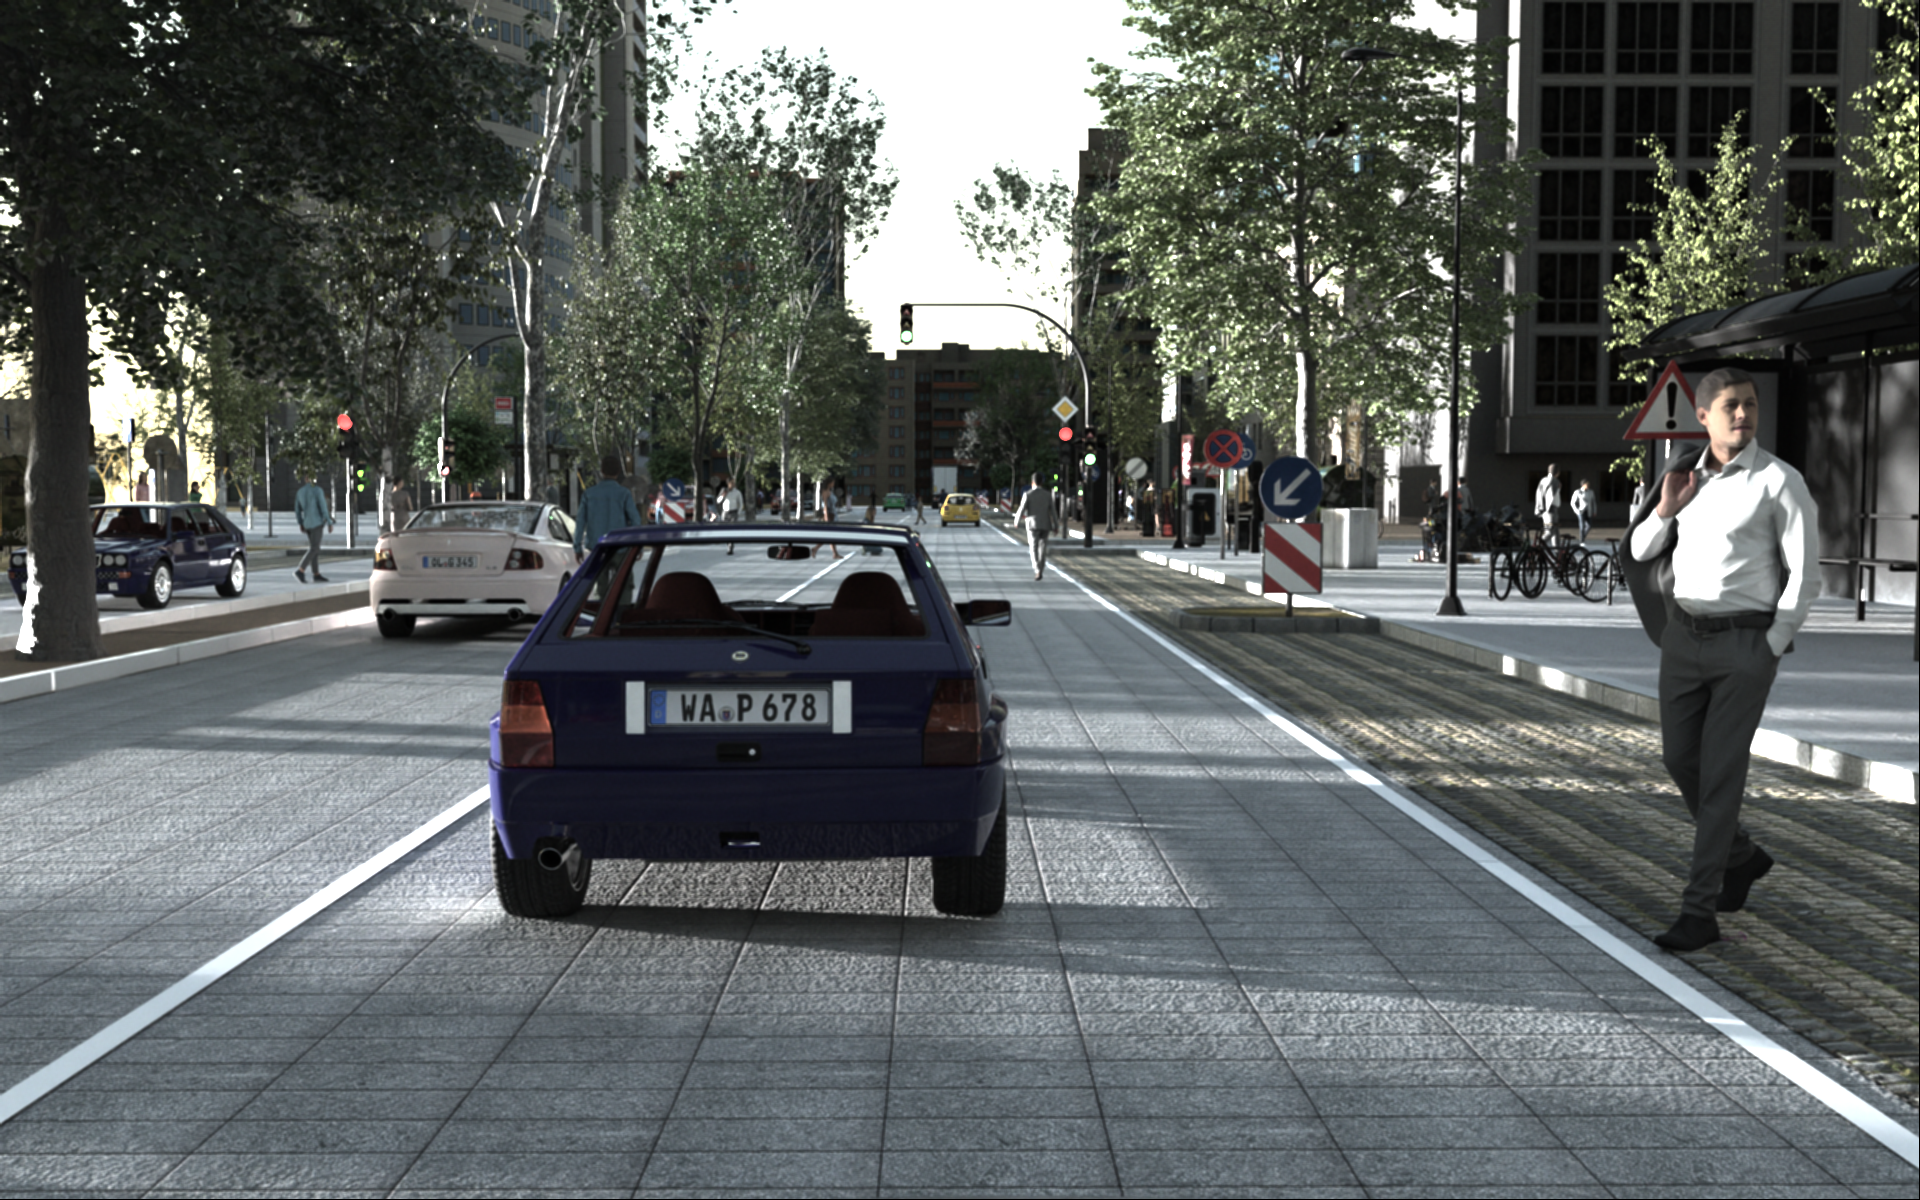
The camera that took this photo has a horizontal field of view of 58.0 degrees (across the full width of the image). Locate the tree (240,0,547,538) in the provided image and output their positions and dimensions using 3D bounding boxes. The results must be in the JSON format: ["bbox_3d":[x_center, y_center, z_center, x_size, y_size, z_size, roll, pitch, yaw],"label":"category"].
[{"bbox_3d":[-7.323,-4.235,22.057,4.360,8.622,3.978,0,3,0],"label":"tree"}]

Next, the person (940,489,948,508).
[{"bbox_3d":[-1.114,-6.900,121.500,0.721,1.800,0.419,-3,5,-40],"label":"person"}]

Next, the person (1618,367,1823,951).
[{"bbox_3d":[2.453,0.180,5.656,0.850,1.850,0.679,-3,5,-40],"label":"person"}]

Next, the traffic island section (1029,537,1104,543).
[{"bbox_3d":[3.013,-1.666,49.515,2.009,0.180,2.903,0,4,-1],"label":"traffic island section"}]

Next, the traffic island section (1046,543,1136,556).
[{"bbox_3d":[3.089,-1.177,41.531,2.009,0.180,2.903,0,4,-1],"label":"traffic island section"}]

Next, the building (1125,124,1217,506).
[{"bbox_3d":[33.317,-29.442,173.253,32.217,40.220,23.993,0,4,-1],"label":"building"}]

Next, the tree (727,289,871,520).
[{"bbox_3d":[-8.768,-10.620,94.216,7.486,12.596,7.792,0,3,0],"label":"tree"}]

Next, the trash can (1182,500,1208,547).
[{"bbox_3d":[5.643,-1.857,42.021,0.748,1.137,0.748,0,3,0],"label":"trash can"}]

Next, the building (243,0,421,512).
[{"bbox_3d":[-41.807,-36.437,137.743,21.231,58.520,28.212,0,4,-1],"label":"building"}]

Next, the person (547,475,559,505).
[{"bbox_3d":[-8.282,-1.583,34.553,0.590,1.801,0.661,0,4,3],"label":"person"}]

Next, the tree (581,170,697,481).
[{"bbox_3d":[-8.061,-5.292,39.350,4.360,8.622,3.978,0,3,0],"label":"tree"}]

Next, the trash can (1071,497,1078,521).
[{"bbox_3d":[5.566,-4.262,81.334,0.748,1.137,0.748,0,3,0],"label":"trash can"}]

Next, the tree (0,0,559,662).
[{"bbox_3d":[-7.815,-6.458,14.695,9.857,13.997,8.962,0,3,0],"label":"tree"}]

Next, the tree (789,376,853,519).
[{"bbox_3d":[-8.445,-9.023,100.351,4.360,8.622,3.978,0,3,0],"label":"tree"}]

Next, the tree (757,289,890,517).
[{"bbox_3d":[-8.751,-12.164,107.996,9.857,13.997,8.962,0,3,0],"label":"tree"}]

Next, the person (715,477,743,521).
[{"bbox_3d":[-5.476,-1.985,41.056,0.679,1.850,0.850,0,4,4],"label":"person"}]

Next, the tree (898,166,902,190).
[{"bbox_3d":[-9.487,-13.704,82.414,12.611,20.169,13.585,0,3,0],"label":"tree"}]

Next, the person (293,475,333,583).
[{"bbox_3d":[-10.555,-1.205,28.061,0.638,1.841,0.748,3,4,36],"label":"person"}]

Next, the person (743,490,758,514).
[{"bbox_3d":[-14.892,-6.946,122.282,0.699,1.804,1.509,-2,4,-29],"label":"person"}]

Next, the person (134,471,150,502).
[{"bbox_3d":[-19.505,-2.164,41.437,0.388,1.821,0.555,1,4,22],"label":"person"}]

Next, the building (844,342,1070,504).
[{"bbox_3d":[-0.543,-23.916,236.067,28.899,21.520,27.650,0,4,-1],"label":"building"}]

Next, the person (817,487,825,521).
[{"bbox_3d":[-5.677,-3.822,71.735,0.760,1.731,0.466,-1,4,-23],"label":"person"}]

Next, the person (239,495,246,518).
[{"bbox_3d":[-38.420,-5.019,92.795,0.332,1.250,0.352,1,4,21],"label":"person"}]

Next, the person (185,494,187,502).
[{"bbox_3d":[-27.361,-3.091,60.859,0.394,1.301,0.425,2,4,33],"label":"person"}]

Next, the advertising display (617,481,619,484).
[{"bbox_3d":[-17.316,-5.017,87.241,0.123,1.923,0.974,0,4,1],"label":"advertising display"}]

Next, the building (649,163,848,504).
[{"bbox_3d":[-29.676,-35.320,232.099,28.867,44.769,22.147,0,4,-1],"label":"building"}]

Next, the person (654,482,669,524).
[{"bbox_3d":[-9.652,-2.905,55.998,0.555,1.821,0.388,1,4,21],"label":"person"}]

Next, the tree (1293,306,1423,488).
[{"bbox_3d":[15.582,-7.154,67.331,4.360,8.622,3.978,0,3,0],"label":"tree"}]

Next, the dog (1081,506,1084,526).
[{"bbox_3d":[5.107,-3.385,69.718,0.513,0.831,0.800,-1,4,-11],"label":"dog"}]

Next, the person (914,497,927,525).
[{"bbox_3d":[-1.854,-4.145,80.549,0.640,1.303,0.475,0,4,7],"label":"person"}]

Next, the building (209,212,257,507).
[{"bbox_3d":[-67.679,-24.915,179.062,14.107,30.474,14.160,0,4,-1],"label":"building"}]

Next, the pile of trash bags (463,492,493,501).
[{"bbox_3d":[-18.424,-3.454,66.217,1.912,1.369,3.447,-1,4,-15],"label":"pile of trash bags"}]

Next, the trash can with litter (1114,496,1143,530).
[{"bbox_3d":[6.120,-3.133,62.283,2.233,1.210,1.678,-2,4,-28],"label":"trash can with litter"}]

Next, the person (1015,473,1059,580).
[{"bbox_3d":[1.299,-1.236,28.977,0.678,1.792,0.850,-1,4,-11],"label":"person"}]

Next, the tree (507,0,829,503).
[{"bbox_3d":[-9.552,-12.888,69.058,12.611,20.169,13.585,0,3,0],"label":"tree"}]

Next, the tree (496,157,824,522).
[{"bbox_3d":[-7.941,-7.615,52.720,9.928,11.665,9.643,0,3,0],"label":"tree"}]

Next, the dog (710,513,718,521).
[{"bbox_3d":[-7.886,-2.376,55.688,0.513,0.831,0.800,1,4,17],"label":"dog"}]

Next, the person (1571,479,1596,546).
[{"bbox_3d":[17.081,-2.394,47.481,0.661,1.843,0.795,0,4,-3],"label":"person"}]

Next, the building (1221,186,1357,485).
[{"bbox_3d":[24.102,-15.997,116.303,10.420,20.320,16.860,0,4,-1],"label":"building"}]

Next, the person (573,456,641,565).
[{"bbox_3d":[-3.209,-0.427,15.831,0.601,1.785,0.444,0,4,2],"label":"person"}]

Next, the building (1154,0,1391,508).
[{"bbox_3d":[29.513,-50.868,144.357,22.319,86.520,31.000,0,4,-1],"label":"building"}]

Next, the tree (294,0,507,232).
[{"bbox_3d":[-8.594,-10.525,30.423,12.611,20.169,13.585,0,3,0],"label":"tree"}]

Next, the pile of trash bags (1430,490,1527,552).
[{"bbox_3d":[11.680,-1.827,39.618,1.912,1.369,3.447,0,4,-3],"label":"pile of trash bags"}]

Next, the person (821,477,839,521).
[{"bbox_3d":[-2.928,-1.808,38.153,0.778,1.811,0.616,1,4,12],"label":"person"}]

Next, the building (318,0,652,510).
[{"bbox_3d":[-46.131,-38.692,174.610,28.212,58.520,21.231,0,4,-1],"label":"building"}]

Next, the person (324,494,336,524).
[{"bbox_3d":[-26.732,-3.851,73.278,0.640,1.303,0.475,-1,4,-21],"label":"person"}]

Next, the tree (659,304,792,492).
[{"bbox_3d":[-7.875,-6.596,60.668,4.737,8.622,4.395,0,3,0],"label":"tree"}]

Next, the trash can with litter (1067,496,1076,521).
[{"bbox_3d":[5.753,-4.444,83.724,2.233,1.210,1.678,1,4,21],"label":"trash can with litter"}]

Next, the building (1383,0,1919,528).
[{"bbox_3d":[30.995,-16.921,70.158,24.014,27.812,14.314,0,4,-1],"label":"building"}]

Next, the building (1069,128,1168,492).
[{"bbox_3d":[25.453,-37.225,232.330,21.600,48.544,21.300,0,4,-1],"label":"building"}]

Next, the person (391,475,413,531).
[{"bbox_3d":[-10.440,-1.444,32.445,0.599,1.781,0.374,0,4,-7],"label":"person"}]

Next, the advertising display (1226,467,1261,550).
[{"bbox_3d":[6.492,-2.108,39.687,0.123,1.923,0.974,-3,5,-39],"label":"advertising display"}]

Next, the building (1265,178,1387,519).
[{"bbox_3d":[24.232,-14.292,98.301,10.561,19.102,19.286,0,4,-1],"label":"building"}]

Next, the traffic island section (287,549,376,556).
[{"bbox_3d":[-14.552,-1.167,41.367,2.009,0.180,2.903,0,4,-1],"label":"traffic island section"}]

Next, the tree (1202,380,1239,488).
[{"bbox_3d":[15.746,-9.626,107.746,4.737,8.622,4.395,0,3,0],"label":"tree"}]

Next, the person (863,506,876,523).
[{"bbox_3d":[-1.938,-1.609,40.303,0.738,1.151,1.012,1,4,14],"label":"person"}]

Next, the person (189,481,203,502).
[{"bbox_3d":[-20.858,-2.354,47.233,0.529,1.795,0.600,-1,4,-16],"label":"person"}]
